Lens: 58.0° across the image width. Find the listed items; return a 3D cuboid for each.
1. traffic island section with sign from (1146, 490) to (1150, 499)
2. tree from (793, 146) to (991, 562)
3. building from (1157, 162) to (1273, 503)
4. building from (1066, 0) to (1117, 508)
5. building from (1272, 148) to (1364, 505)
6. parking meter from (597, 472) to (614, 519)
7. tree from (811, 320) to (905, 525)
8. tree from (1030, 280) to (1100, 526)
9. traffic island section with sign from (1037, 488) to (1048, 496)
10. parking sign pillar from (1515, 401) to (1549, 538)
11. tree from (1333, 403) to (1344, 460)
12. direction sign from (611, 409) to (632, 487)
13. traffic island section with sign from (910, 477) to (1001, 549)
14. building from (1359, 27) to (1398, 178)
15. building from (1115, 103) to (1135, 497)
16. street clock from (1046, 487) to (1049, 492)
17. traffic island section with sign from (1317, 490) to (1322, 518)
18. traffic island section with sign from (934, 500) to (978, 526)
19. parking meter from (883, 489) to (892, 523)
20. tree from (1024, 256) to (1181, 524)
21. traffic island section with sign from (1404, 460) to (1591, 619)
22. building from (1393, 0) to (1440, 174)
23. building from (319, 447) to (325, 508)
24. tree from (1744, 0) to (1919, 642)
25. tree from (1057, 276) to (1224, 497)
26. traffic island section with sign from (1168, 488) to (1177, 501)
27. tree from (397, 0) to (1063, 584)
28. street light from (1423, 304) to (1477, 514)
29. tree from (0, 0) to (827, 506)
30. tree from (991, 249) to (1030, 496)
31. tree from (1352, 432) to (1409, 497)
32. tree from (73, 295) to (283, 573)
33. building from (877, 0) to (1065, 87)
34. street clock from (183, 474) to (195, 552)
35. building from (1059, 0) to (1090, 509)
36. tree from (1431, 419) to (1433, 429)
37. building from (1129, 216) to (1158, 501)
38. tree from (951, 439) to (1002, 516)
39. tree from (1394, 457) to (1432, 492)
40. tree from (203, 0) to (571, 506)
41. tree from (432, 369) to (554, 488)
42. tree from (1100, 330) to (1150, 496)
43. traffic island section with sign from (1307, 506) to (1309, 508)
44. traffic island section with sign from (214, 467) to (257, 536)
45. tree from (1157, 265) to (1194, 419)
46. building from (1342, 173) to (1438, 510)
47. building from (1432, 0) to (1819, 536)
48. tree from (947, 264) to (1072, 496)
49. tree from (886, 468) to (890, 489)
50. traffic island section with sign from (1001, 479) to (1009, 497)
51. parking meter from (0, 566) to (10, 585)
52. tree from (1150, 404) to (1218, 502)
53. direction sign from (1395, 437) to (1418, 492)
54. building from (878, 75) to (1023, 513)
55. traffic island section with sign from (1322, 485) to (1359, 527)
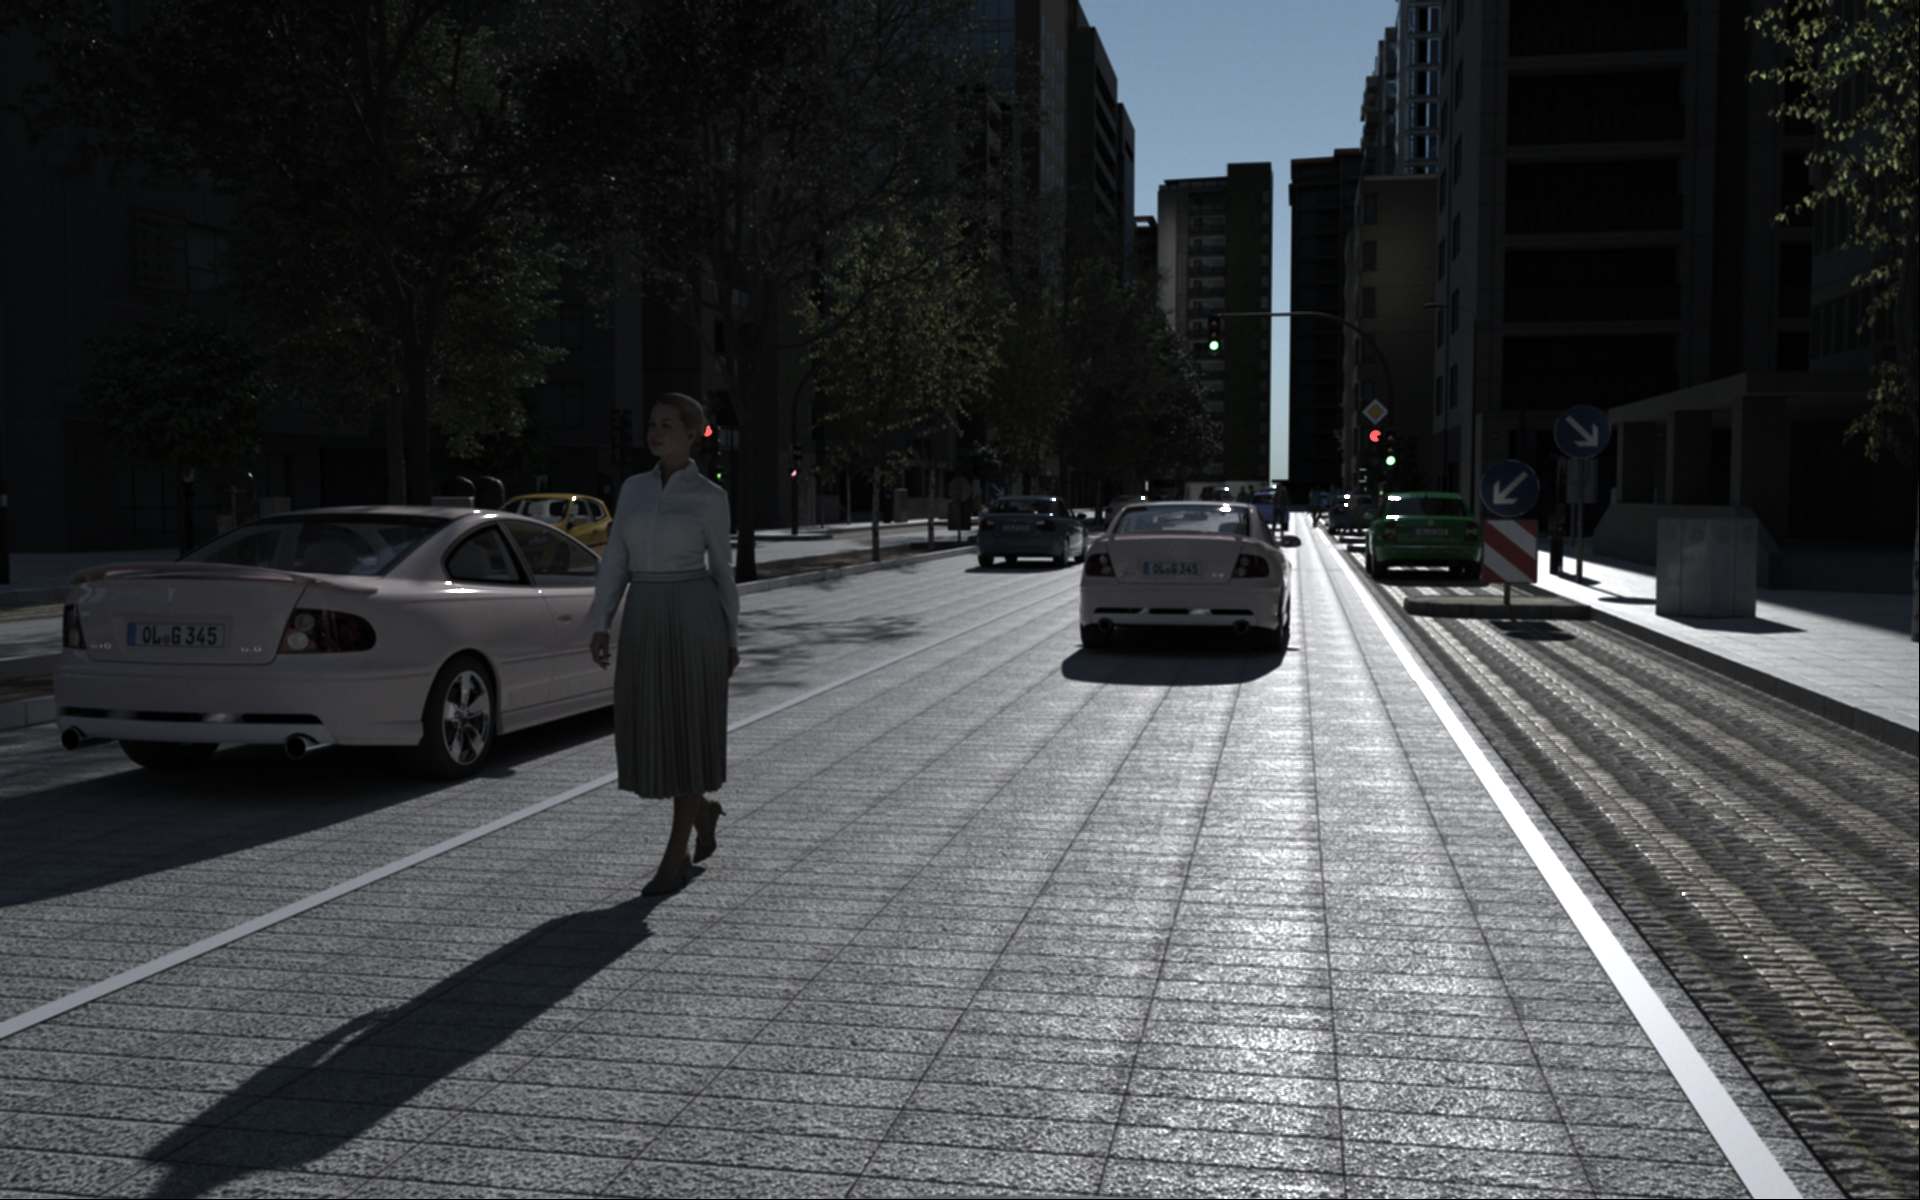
[{"bbox_3d":[19.513,-10.532,180.826,1.989,1.847,2.006,1,4,11],"label":"traffic island section with sign"},{"bbox_3d":[-1.742,-5.112,36.394,4.360,8.622,3.978,0,3,0],"label":"tree"},{"bbox_3d":[31.902,-32.632,217.132,14.086,41.232,14.154,1,4,11],"label":"building"},{"bbox_3d":[4.167,-33.771,175.862,21.300,48.544,21.600,1,4,11],"label":"building"},{"bbox_3d":[54.009,-34.379,216.722,28.867,44.769,22.147,1,4,11],"label":"building"},{"bbox_3d":[-9.618,-2.526,47.019,0.399,1.863,0.255,-3,4,-38],"label":"parking meter"},{"bbox_3d":[-4.482,-7.466,72.426,4.737,8.622,4.395,0,3,0],"label":"tree"},{"bbox_3d":[2.469,-6.505,59.182,4.360,8.622,3.978,0,3,0],"label":"tree"},{"bbox_3d":[5.022,-5.936,105.685,1.989,1.847,2.006,1,4,11],"label":"traffic island section with sign"},{"bbox_3d":[16.513,-3.802,50.627,1.447,3.967,1.447,1,4,13],"label":"parking sign pillar"},{"bbox_3d":[29.778,-10.898,128.543,4.360,8.622,3.978,0,3,0],"label":"tree"},{"bbox_3d":[-9.022,-3.320,46.277,0.379,3.537,0.876,2,4,25],"label":"direction sign"},{"bbox_3d":[-0.136,-2.287,45.534,2.006,1.907,1.989,1,4,11],"label":"traffic island section with sign"},{"bbox_3d":[53.042,-34.276,180.018,23.786,49.044,30.456,1,4,11],"label":"building"},{"bbox_3d":[11.922,-33.396,196.128,14.200,45.320,14.600,1,4,11],"label":"building"},{"bbox_3d":[6.175,-7.178,121.924,0.471,2.002,0.358,-2,4,-33],"label":"street clock"},{"bbox_3d":[22.095,-5.725,102.227,1.989,1.847,2.006,1,4,11],"label":"traffic island section with sign"},{"bbox_3d":[-0.076,-4.317,79.214,1.989,1.847,2.006,1,4,11],"label":"traffic island section with sign"},{"bbox_3d":[-3.238,-4.205,77.158,0.372,1.533,0.369,0,3,0],"label":"parking meter"},{"bbox_3d":[6.514,-9.861,81.815,7.486,12.596,7.792,0,3,0],"label":"tree"},{"bbox_3d":[6.396,-0.746,20.817,1.989,1.847,2.006,1,4,11],"label":"traffic island section with sign"},{"bbox_3d":[46.488,-51.115,148.407,22.319,86.520,31.000,1,4,11],"label":"building"},{"bbox_3d":[-28.328,-25.393,65.294,14.200,45.320,14.600,1,4,11],"label":"building"},{"bbox_3d":[8.610,-3.946,14.877,4.360,8.622,3.978,0,3,0],"label":"tree"},{"bbox_3d":[8.498,-10.444,90.221,9.611,12.733,9.660,0,3,0],"label":"tree"},{"bbox_3d":[15.495,-7.245,126.592,2.006,1.907,1.989,1,4,11],"label":"traffic island section with sign"},{"bbox_3d":[-3.391,-6.981,26.960,12.009,13.543,11.850,0,3,0],"label":"tree"},{"bbox_3d":[12.002,-4.270,42.360,1.470,5.913,1.316,1,4,11],"label":"street light"},{"bbox_3d":[-5.170,-4.904,17.054,8.767,10.594,7.601,1,4,11],"label":"tree"},{"bbox_3d":[-0.669,-5.447,41.883,4.360,8.622,3.978,0,3,0],"label":"tree"},{"bbox_3d":[21.712,-6.433,88.890,4.285,4.588,4.351,0,3,0],"label":"tree"},{"bbox_3d":[-12.957,-2.764,28.908,4.285,4.588,4.351,0,3,0],"label":"tree"},{"bbox_3d":[0.462,-29.742,136.390,14.600,45.320,14.200,1,4,11],"label":"building"},{"bbox_3d":[-17.226,-2.082,38.619,0.471,2.002,0.358,-3,5,-41],"label":"street clock"},{"bbox_3d":[0.981,-43.766,153.825,20.563,71.187,20.611,1,4,11],"label":"building"},{"bbox_3d":[27.093,-8.622,91.330,4.360,8.622,3.978,0,3,0],"label":"tree"},{"bbox_3d":[14.868,-32.874,229.373,23.993,40.220,32.217,1,4,11],"label":"building"},{"bbox_3d":[1.028,-7.317,103.346,4.285,4.588,4.351,0,3,0],"label":"tree"},{"bbox_3d":[20.777,-5.219,79.928,1.663,3.219,1.824,0,3,0],"label":"tree"},{"bbox_3d":[-12.267,-7.218,36.143,7.486,12.596,7.792,0,3,0],"label":"tree"},{"bbox_3d":[-12.218,-3.787,45.633,4.285,4.588,4.351,0,3,0],"label":"tree"},{"bbox_3d":[6.081,-7.528,75.897,4.360,8.622,3.978,0,3,0],"label":"tree"},{"bbox_3d":[31.498,-8.706,150.967,1.989,1.847,2.006,1,4,11],"label":"traffic island section with sign"},{"bbox_3d":[-10.620,-0.974,24.556,1.989,1.847,2.006,1,4,11],"label":"traffic island section with sign"},{"bbox_3d":[3.983,-9.440,67.163,12.009,13.543,11.850,0,3,0],"label":"tree"},{"bbox_3d":[37.968,-15.950,105.822,27.650,21.520,28.899,1,4,11],"label":"building"},{"bbox_3d":[27.734,-37.914,58.151,20.611,71.187,20.563,1,4,11],"label":"building"},{"bbox_3d":[1.534,-6.184,53.930,4.737,8.622,4.395,0,3,0],"label":"tree"},{"bbox_3d":[-4.470,-6.710,104.303,1.663,3.219,1.824,0,3,0],"label":"tree"},{"bbox_3d":[1.276,-2.732,52.806,2.006,1.907,1.989,1,4,11],"label":"traffic island section with sign"},{"bbox_3d":[-13.720,-0.989,24.578,0.372,1.533,0.369,0,3,0],"label":"parking meter"},{"bbox_3d":[12.727,-10.795,113.370,8.767,10.594,7.601,1,4,11],"label":"tree"},{"bbox_3d":[17.718,-4.694,68.748,0.876,3.537,0.379,2,4,26],"label":"direction sign"},{"bbox_3d":[-3.556,-21.490,123.069,14.160,30.474,14.107,1,4,11],"label":"building"},{"bbox_3d":[16.984,-4.106,75.759,1.989,1.847,2.006,1,4,11],"label":"traffic island section with sign"}]
